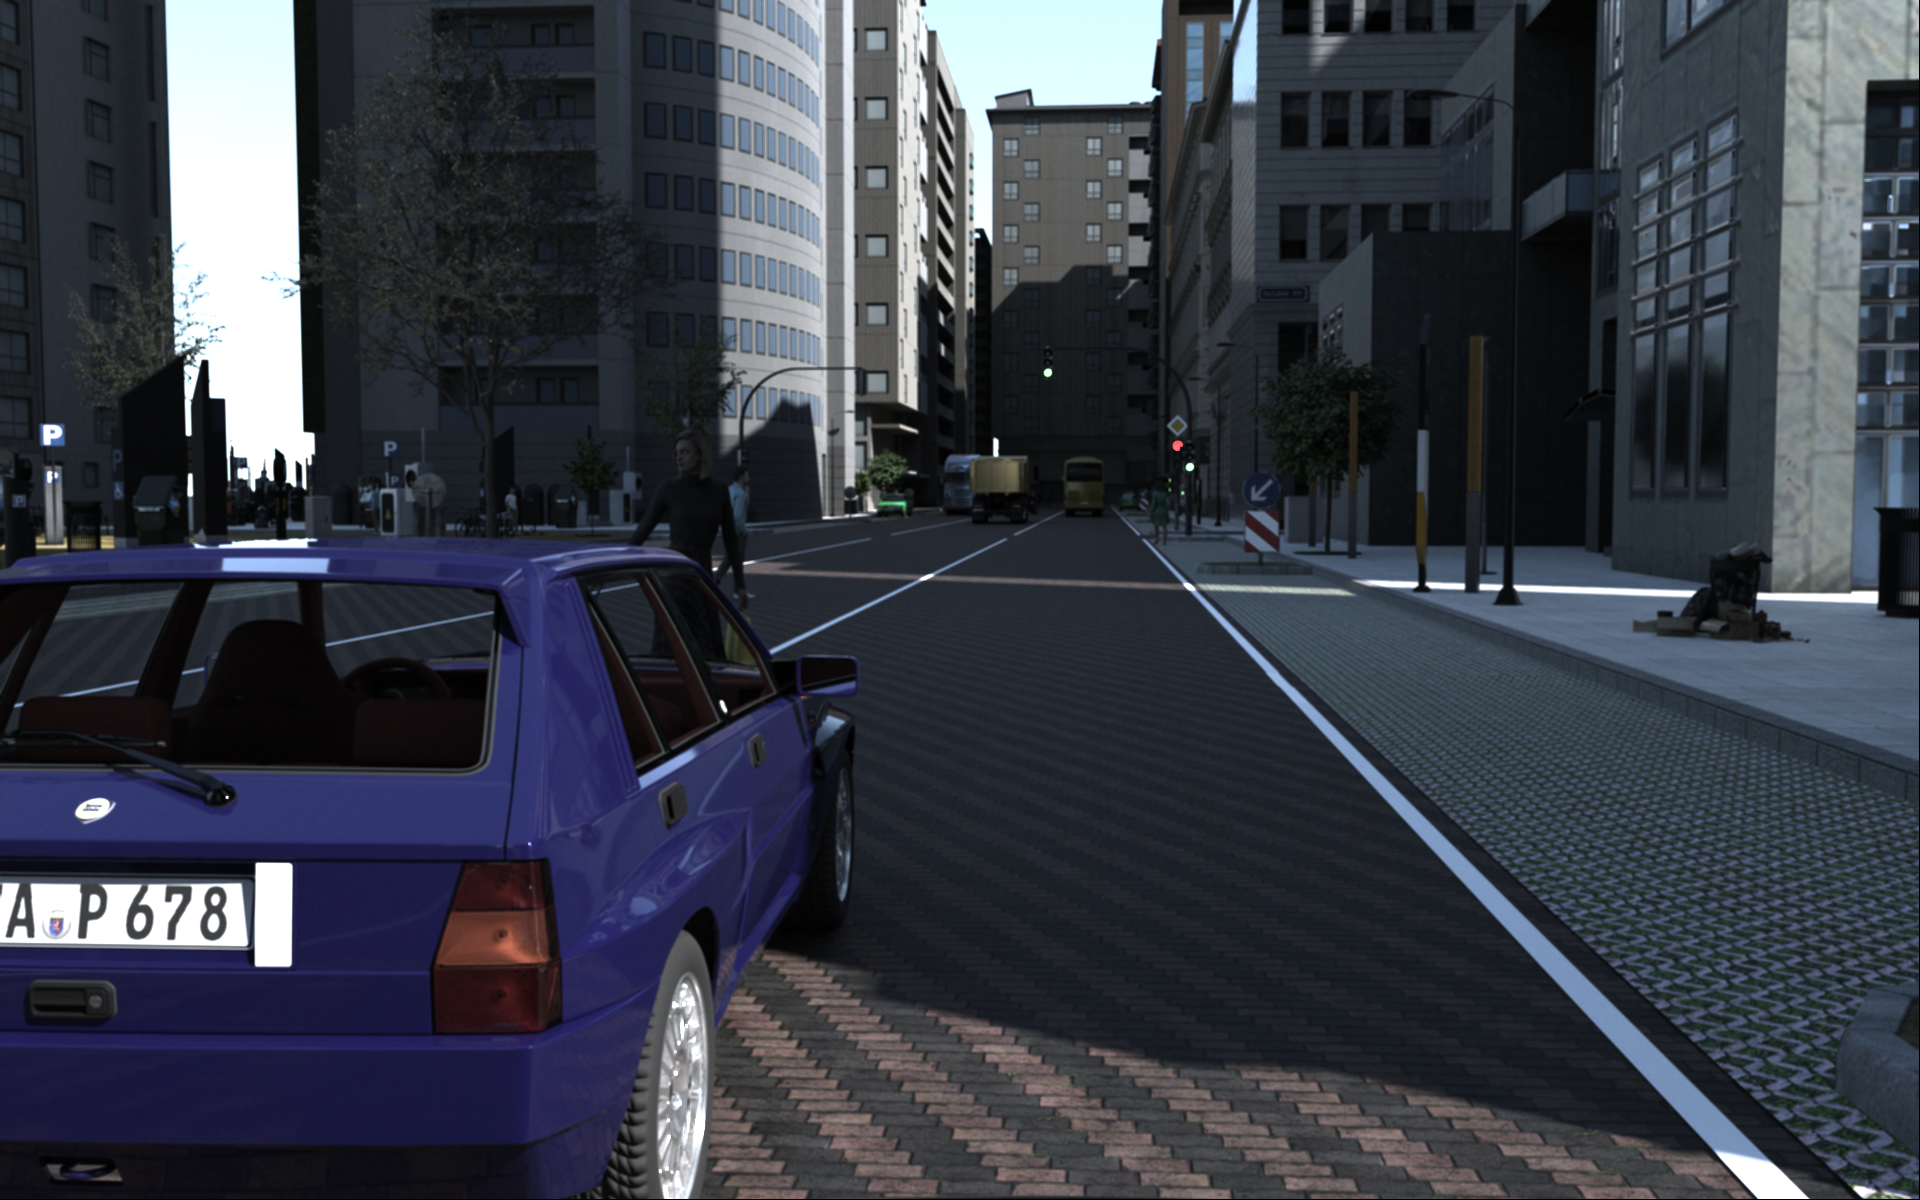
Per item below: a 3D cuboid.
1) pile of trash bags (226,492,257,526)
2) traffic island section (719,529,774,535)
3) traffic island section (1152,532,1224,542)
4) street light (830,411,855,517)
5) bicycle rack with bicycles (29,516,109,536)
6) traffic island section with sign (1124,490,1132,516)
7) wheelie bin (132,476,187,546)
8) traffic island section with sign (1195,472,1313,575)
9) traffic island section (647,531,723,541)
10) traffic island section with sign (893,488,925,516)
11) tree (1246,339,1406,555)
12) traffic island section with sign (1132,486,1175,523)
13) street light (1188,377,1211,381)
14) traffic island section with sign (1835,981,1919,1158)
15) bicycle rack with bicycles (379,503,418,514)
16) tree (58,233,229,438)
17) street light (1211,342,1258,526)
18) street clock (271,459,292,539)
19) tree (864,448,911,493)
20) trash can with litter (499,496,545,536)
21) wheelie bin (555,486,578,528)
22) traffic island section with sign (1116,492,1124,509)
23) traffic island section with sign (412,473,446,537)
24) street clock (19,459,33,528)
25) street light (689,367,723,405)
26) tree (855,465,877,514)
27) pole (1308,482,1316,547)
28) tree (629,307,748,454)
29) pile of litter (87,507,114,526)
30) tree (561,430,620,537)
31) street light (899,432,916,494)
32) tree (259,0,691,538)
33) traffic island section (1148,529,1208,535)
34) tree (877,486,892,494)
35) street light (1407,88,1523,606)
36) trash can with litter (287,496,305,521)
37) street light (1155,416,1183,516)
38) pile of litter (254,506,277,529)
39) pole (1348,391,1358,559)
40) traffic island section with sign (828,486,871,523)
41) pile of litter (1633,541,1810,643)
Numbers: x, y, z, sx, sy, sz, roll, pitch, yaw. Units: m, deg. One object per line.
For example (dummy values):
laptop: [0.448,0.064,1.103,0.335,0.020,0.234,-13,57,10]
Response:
pile of trash bags: [-32.640,-4.125,77.198,1.912,1.369,3.447,-3,5,-43]
traffic island section: [-7.891,-2.466,62.601,2.009,0.180,2.903,0,4,5]
traffic island section: [7.059,-1.902,53.387,2.009,0.180,2.903,0,4,5]
street light: [-6.554,-7.578,96.436,1.470,5.913,1.316,0,4,5]
bicycle rack with bicycles: [-27.828,-2.444,53.342,2.852,0.926,2.925,0,4,6]
traffic island section with sign: [11.876,-6.388,113.071,1.989,1.847,2.006,0,4,5]
wheelie bin: [-13.931,-1.361,30.155,0.980,1.594,0.693,1,4,11]
traffic island section with sign: [5.302,-1.398,31.493,1.989,1.847,2.006,0,4,5]
traffic island section: [-8.531,-1.979,54.642,2.009,0.180,2.903,0,4,5]
traffic island section with sign: [-3.350,-6.501,114.923,1.989,1.847,2.006,0,4,5]
tree: [7.790,-3.256,36.954,4.285,4.588,4.351,0,3,0]
traffic island section with sign: [9.680,-4.724,85.865,1.989,1.847,2.006,0,4,5]
street light: [9.752,-5.895,68.922,1.470,5.913,1.316,0,4,5]
traffic island section with sign: [3.049,0.308,3.585,1.989,1.847,2.006,0,4,5]
bicycle rack with bicycles: [-21.332,-3.284,67.082,2.852,0.926,2.925,2,4,27]
tree: [-22.512,-5.978,48.105,4.360,8.622,3.978,0,3,0]
street light: [8.545,-4.930,53.141,1.470,5.913,1.316,0,4,5]
street clock: [-13.972,-1.900,35.633,0.358,2.002,0.471,-1,4,-15]
tree: [-5.097,-8.447,121.824,4.285,4.588,4.351,0,3,0]
trash can with litter: [-13.757,-2.607,53.682,1.678,1.210,2.233,2,4,35]
wheelie bin: [-14.700,-3.473,64.688,0.980,1.594,0.693,1,4,20]
traffic island section with sign: [15.883,-9.428,162.772,1.989,1.847,2.006,0,4,5]
traffic island section with sign: [-10.019,-1.435,32.090,1.989,1.847,2.006,0,4,5]
street clock: [-19.179,-1.889,35.461,0.358,2.002,0.471,-1,4,-9]
street light: [-9.343,-5.562,63.487,1.470,5.913,1.316,0,4,5]
tree: [-6.592,-7.313,114.175,1.663,3.219,1.824,0,3,0]
pole: [8.581,-2.953,42.132,0.158,3.312,0.155,0,3,0]
tree: [-10.483,-7.161,67.452,4.737,8.622,4.395,0,3,0]
pile of litter: [-34.568,-3.420,69.885,1.176,0.858,1.719,1,4,13]
tree: [-11.145,-3.548,52.619,1.663,3.219,1.824,0,3,0]
street light: [-3.969,-9.594,129.402,1.470,5.913,1.316,0,4,5]
tree: [-11.984,-8.138,43.422,12.009,13.543,11.850,0,3,0]
traffic island section: [7.700,-2.389,61.346,2.009,0.180,2.903,0,4,5]
tree: [-5.367,-7.965,124.831,1.663,3.219,1.824,0,3,0]
street light: [5.815,-2.900,19.954,1.470,5.913,1.316,0,4,5]
trash can with litter: [-31.064,-4.280,81.363,0.624,1.170,1.055,1,4,10]
street light: [12.467,-7.947,102.481,1.470,5.913,1.316,0,4,5]
pile of litter: [-25.718,-3.097,64.595,1.176,0.858,1.719,0,4,6]
pole: [7.810,-2.482,34.417,0.158,3.312,0.155,0,3,0]
traffic island section with sign: [-5.544,-4.828,87.558,1.989,1.847,2.006,0,4,5]
pile of litter: [6.849,-0.104,15.662,1.176,0.858,1.719,0,4,-7]
